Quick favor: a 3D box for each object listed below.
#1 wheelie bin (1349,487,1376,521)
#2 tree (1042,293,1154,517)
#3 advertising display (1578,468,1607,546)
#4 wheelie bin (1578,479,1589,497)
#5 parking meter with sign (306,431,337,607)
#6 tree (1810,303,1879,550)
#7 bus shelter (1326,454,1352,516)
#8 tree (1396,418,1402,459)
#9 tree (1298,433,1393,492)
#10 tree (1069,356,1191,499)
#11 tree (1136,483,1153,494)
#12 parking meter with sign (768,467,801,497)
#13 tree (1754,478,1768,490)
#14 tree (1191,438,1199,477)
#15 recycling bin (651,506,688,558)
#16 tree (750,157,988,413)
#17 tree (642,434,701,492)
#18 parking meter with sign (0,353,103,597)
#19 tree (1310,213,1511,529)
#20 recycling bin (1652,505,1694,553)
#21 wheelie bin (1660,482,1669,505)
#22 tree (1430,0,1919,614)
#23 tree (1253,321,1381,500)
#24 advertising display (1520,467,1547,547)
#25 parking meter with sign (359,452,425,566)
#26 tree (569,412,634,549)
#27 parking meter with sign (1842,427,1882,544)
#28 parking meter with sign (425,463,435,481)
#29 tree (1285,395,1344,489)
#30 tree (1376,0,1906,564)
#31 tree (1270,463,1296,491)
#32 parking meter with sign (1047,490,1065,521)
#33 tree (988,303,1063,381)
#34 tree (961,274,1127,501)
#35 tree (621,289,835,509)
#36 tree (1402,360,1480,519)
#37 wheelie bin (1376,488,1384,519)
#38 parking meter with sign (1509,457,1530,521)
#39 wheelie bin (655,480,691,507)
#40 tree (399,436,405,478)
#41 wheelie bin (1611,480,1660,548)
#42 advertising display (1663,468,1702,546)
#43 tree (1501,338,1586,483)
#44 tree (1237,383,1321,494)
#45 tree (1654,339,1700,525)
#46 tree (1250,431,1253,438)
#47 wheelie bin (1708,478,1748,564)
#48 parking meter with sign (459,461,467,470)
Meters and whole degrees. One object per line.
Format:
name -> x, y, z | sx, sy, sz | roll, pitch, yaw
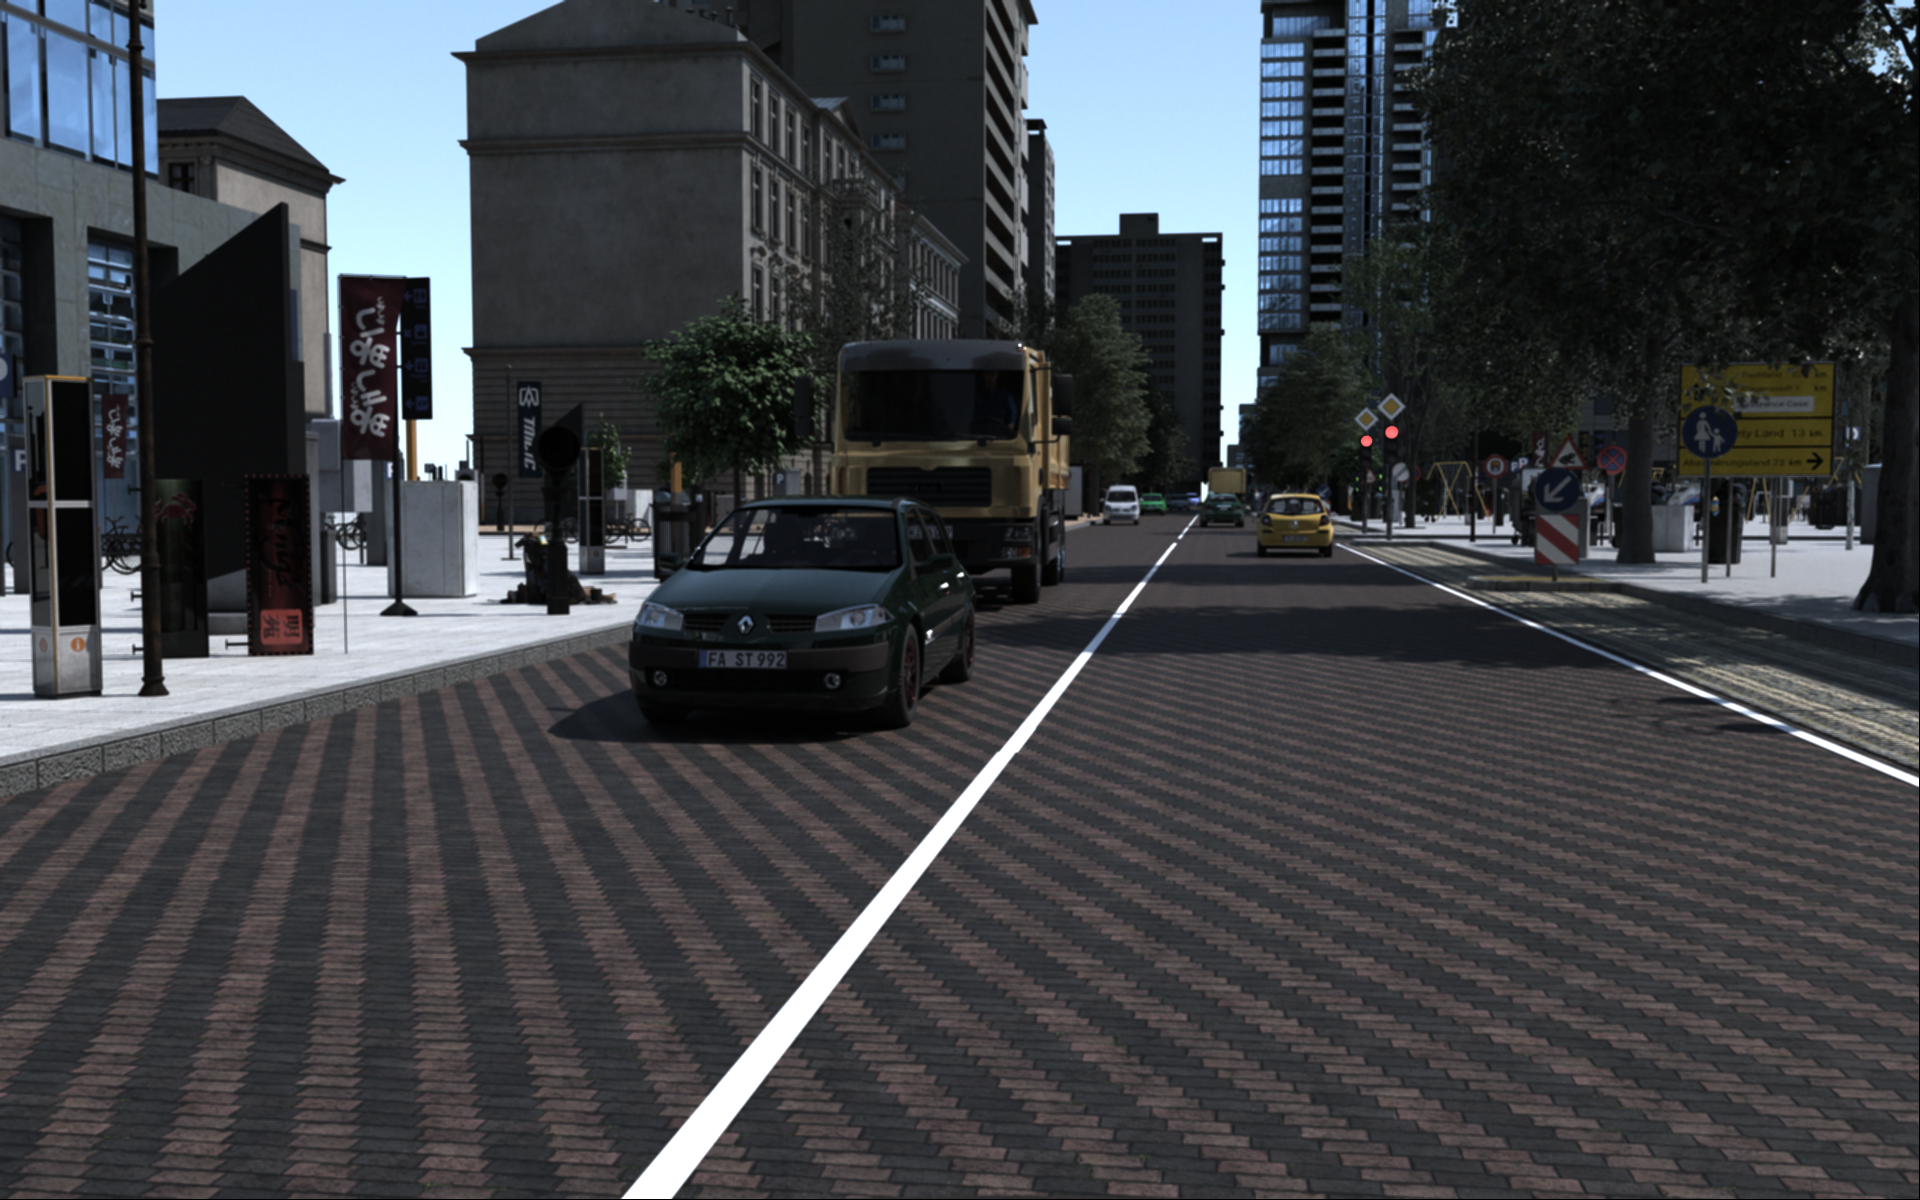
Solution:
wheelie bin -> 18.814, -4.494, 81.386 | 0.980, 1.594, 0.693 | -1, 4, -18
tree -> 7.369, -11.030, 98.464 | 7.486, 12.596, 7.792 | 0, 3, 0
advertising display -> 15.589, -2.296, 42.755 | 0.974, 1.923, 0.123 | -2, 4, -33
wheelie bin -> 13.098, -1.800, 37.339 | 0.980, 1.594, 0.693 | 0, 4, -7
parking meter with sign -> -7.493, -1.421, 19.492 | 0.543, 3.016, 1.738 | 0, 4, -4
tree -> 20.222, -5.458, 39.594 | 4.360, 8.622, 3.978 | 0, 3, 0
bus shelter -> 22.889, -6.855, 103.358 | 1.731, 3.624, 6.357 | 1, 4, 8
tree -> 33.726, -10.727, 125.742 | 4.360, 8.622, 3.978 | 0, 3, 0
tree -> 21.117, -6.608, 91.761 | 4.285, 4.588, 4.351 | 0, 3, 0
tree -> 13.136, -13.518, 138.031 | 9.611, 12.733, 9.660 | 0, 3, 0
tree -> 20.695, -14.532, 187.964 | 4.360, 8.622, 3.978 | 0, 3, 0
parking meter with sign -> -4.846, -3.234, 49.142 | 0.543, 3.016, 1.738 | 3, 4, 37
tree -> 46.288, -9.018, 97.801 | 4.737, 8.622, 4.395 | 0, 3, 0
tree -> 18.288, -15.817, 175.609 | 9.611, 12.733, 9.660 | 0, 3, 0
recycling bin -> -5.896, -1.382, 35.157 | 0.722, 1.027, 0.722 | -1, 4, -11
tree -> -2.310, -5.308, 37.154 | 4.360, 8.622, 3.978 | 0, 3, 0
tree -> -7.827, -3.302, 48.583 | 1.663, 3.219, 1.824 | 0, 3, 0
parking meter with sign -> -11.863, -1.599, 22.413 | 0.543, 3.016, 1.738 | 1, 4, 9
tree -> 16.795, -8.466, 64.167 | 9.928, 11.665, 9.643 | 0, 3, 0
recycling bin -> 15.698, -1.567, 38.172 | 0.722, 1.027, 0.722 | 3, 4, 39
wheelie bin -> 18.505, -2.308, 45.642 | 0.693, 1.594, 0.980 | 0, 4, 1
tree -> 10.230, -6.207, 18.485 | 9.611, 12.733, 9.660 | 0, 3, 0
tree -> 23.894, -11.983, 114.047 | 7.486, 12.596, 7.792 | 0, 3, 0
advertising display -> 13.849, -2.228, 41.647 | 0.123, 1.923, 0.974 | -2, 4, -24
parking meter with sign -> -10.392, -2.136, 31.192 | 1.738, 3.016, 0.543 | 3, 5, 43
tree -> -8.517, -2.824, 40.778 | 1.663, 3.219, 1.824 | 0, 3, 0
parking meter with sign -> 23.378, -2.925, 44.091 | 0.543, 3.016, 1.738 | -2, 4, -25
parking meter with sign -> -30.329, -6.302, 99.303 | 0.543, 3.016, 1.738 | -1, 4, -13
tree -> 25.214, -10.464, 121.441 | 4.737, 8.622, 4.395 | 0, 3, 0
tree -> 12.637, -7.647, 31.687 | 9.857, 13.997, 8.962 | 0, 3, 0
tree -> 31.165, -10.823, 160.667 | 4.285, 4.588, 4.351 | 0, 3, 0
parking meter with sign -> 4.411, -5.275, 82.512 | 0.543, 3.016, 1.738 | 3, 5, 45
tree -> 1.715, -7.082, 66.146 | 4.360, 8.622, 3.978 | 0, 3, 0
tree -> 3.667, -8.514, 73.619 | 7.601, 10.594, 8.767 | 2, 4, 32
tree -> -3.699, -2.701, 27.873 | 4.285, 4.588, 4.351 | 0, 3, 0
tree -> 25.488, -8.595, 90.887 | 4.360, 8.622, 3.978 | 0, 3, 0
wheelie bin -> 20.943, -4.868, 87.505 | 0.980, 1.594, 0.693 | 3, 5, 41
parking meter with sign -> 26.374, -5.229, 81.761 | 0.543, 3.016, 1.738 | 2, 4, 31
wheelie bin -> -6.640, -1.963, 40.009 | 0.693, 1.594, 0.980 | 1, 4, 9
tree -> -15.970, -3.293, 48.440 | 1.663, 3.219, 1.824 | 0, 3, 0
wheelie bin -> 15.909, -2.030, 41.102 | 0.693, 1.594, 0.980 | -1, 4, -19
advertising display -> 17.863, -2.302, 42.853 | 0.974, 1.923, 0.123 | 0, 4, -6
tree -> 25.441, -7.617, 74.900 | 4.737, 8.622, 4.395 | 0, 3, 0
tree -> 36.380, -17.642, 195.103 | 9.857, 13.997, 8.962 | 0, 3, 0
tree -> 28.499, -7.119, 66.765 | 4.360, 8.622, 3.978 | 0, 3, 0
tree -> 28.929, -14.202, 150.325 | 7.486, 12.596, 7.792 | 0, 3, 0
wheelie bin -> 14.119, -1.470, 31.940 | 0.693, 1.594, 0.980 | 2, 4, 32
parking meter with sign -> -25.098, -5.726, 89.887 | 1.738, 3.016, 0.543 | 2, 4, 23
